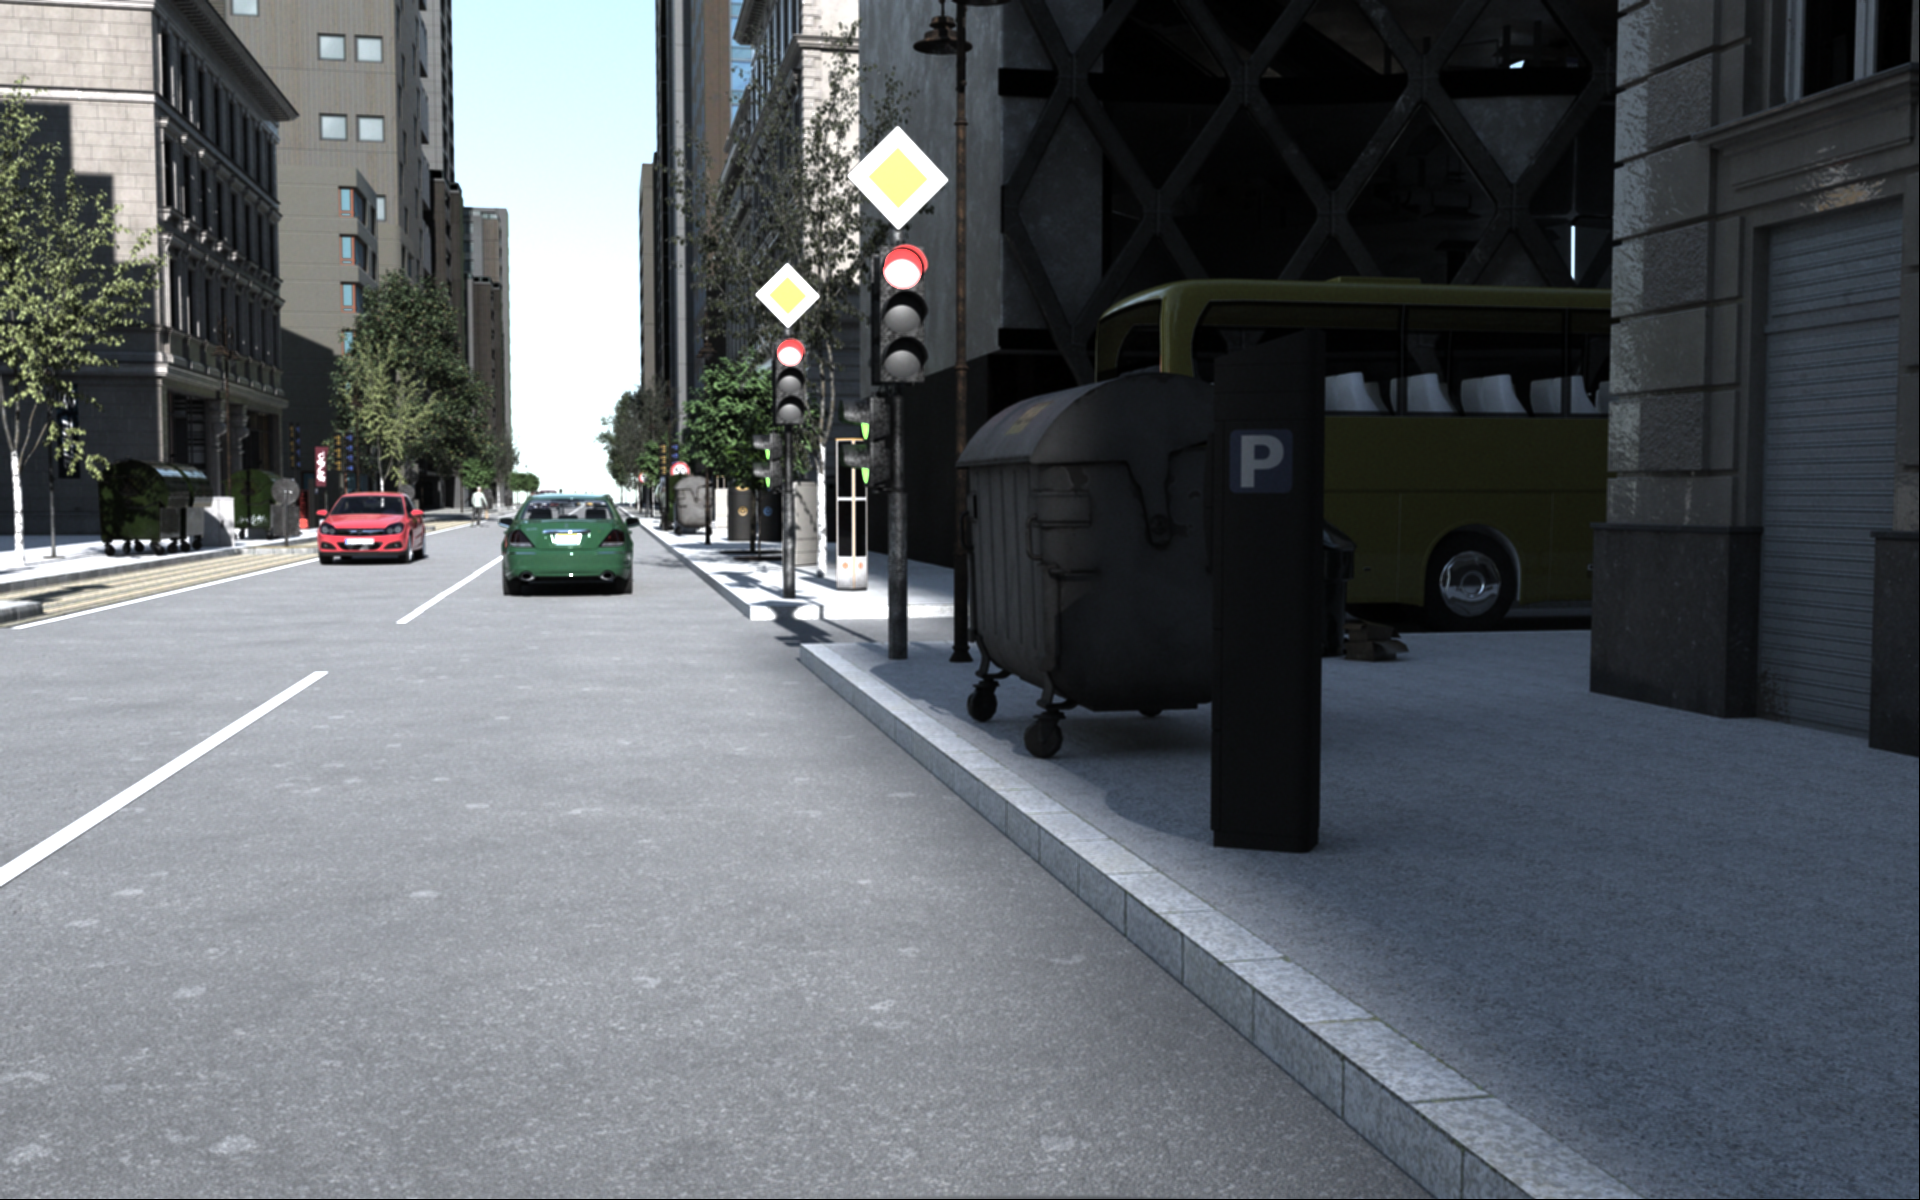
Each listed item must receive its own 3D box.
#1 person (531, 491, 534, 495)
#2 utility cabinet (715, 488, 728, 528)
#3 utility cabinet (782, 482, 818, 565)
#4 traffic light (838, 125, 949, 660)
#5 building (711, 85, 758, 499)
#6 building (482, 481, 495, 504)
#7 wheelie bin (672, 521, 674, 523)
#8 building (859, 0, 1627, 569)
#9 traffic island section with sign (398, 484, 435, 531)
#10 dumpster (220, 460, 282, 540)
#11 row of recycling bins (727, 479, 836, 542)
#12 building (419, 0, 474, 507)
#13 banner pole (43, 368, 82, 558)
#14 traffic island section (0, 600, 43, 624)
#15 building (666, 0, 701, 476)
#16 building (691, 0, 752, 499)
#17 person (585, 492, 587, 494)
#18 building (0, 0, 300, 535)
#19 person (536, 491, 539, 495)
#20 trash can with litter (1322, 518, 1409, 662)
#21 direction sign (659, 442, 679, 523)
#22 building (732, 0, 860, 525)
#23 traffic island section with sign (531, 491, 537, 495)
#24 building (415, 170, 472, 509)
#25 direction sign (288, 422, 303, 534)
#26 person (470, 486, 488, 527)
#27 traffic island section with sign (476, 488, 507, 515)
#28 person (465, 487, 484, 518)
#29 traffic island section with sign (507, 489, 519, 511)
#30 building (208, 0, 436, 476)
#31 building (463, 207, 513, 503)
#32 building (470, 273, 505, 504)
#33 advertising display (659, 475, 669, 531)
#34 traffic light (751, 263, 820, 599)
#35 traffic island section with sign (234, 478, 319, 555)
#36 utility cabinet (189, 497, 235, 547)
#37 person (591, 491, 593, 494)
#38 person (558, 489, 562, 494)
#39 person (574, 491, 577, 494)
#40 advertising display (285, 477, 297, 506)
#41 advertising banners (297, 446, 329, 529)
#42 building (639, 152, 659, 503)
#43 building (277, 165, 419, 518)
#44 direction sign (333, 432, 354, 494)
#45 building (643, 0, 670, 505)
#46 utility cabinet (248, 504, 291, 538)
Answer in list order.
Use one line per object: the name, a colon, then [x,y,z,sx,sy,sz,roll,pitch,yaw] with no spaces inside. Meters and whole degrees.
person: [-46.022,-10.859,186.732,0.721,1.739,1.217,3,5,44]
utility cabinet: [-8.536,-3.422,64.621,1.173,1.500,0.318,1,4,13]
utility cabinet: [-2.820,-1.377,31.192,0.318,1.500,1.173,1,4,21]
traffic light: [-0.502,-1.496,13.376,0.839,4.253,0.868,-1,4,-12]
building: [-4.800,-14.892,85.289,13.314,21.916,24.055,-1,4,-12]
building: [-72.495,-31.386,205.047,32.217,40.220,23.993,-1,4,-12]
wheelie bin: [-12.734,-4.273,77.764,0.693,1.594,0.980,1,4,21]
building: [7.567,-10.141,33.255,16.811,18.784,16.820,-1,4,-12]
traffic island section with sign: [-21.753,-3.642,68.180,1.989,1.847,2.006,-1,4,-12]
dumpster: [-19.835,-2.827,48.709,1.502,2.255,1.985,-1,4,-12]
row of recycling bins: [-4.681,-2.431,46.853,3.534,1.692,1.069,1,4,20]
building: [-62.074,-45.557,183.100,20.563,71.187,20.611,-1,4,-12]
banner pole: [-17.939,-2.725,34.579,0.863,3.779,0.401,0,4,8]
traffic island section: [-11.621,0.179,19.355,2.009,0.180,2.903,-1,4,-12]
building: [-11.429,-35.997,130.556,21.231,58.520,28.212,-1,4,-12]
building: [-9.523,-28.074,109.117,14.600,45.320,14.200,-1,4,-12]
person: [-43.023,-11.647,199.723,1.217,1.735,0.721,3,5,43]
building: [-29.644,-12.453,54.517,10.553,20.767,40.483,-1,4,-12]
person: [-29.750,-6.863,122.185,0.415,1.643,0.593,0,4,-3]
trash can with litter: [3.037,-0.139,13.652,1.055,1.170,0.624,3,5,45]
direction sign: [-12.752,-5.132,75.908,0.876,3.537,0.379,-2,4,-25]
building: [-1.968,-14.344,63.403,11.050,23.489,19.941,-1,4,-12]
traffic island section with sign: [-48.576,-11.567,197.741,1.989,1.847,2.006,-1,4,-12]
building: [-51.345,-23.299,152.647,14.160,30.474,14.107,-1,4,-12]
direction sign: [-21.129,-3.857,55.057,0.379,3.537,0.876,0,3,0]
person: [-20.951,-4.074,75.591,0.782,1.767,0.515,0,4,5]
traffic island section with sign: [-31.911,-6.645,117.271,1.989,1.847,2.006,-1,4,-12]
person: [-28.568,-5.723,102.077,0.705,1.824,1.348,3,4,38]
traffic island section with sign: [-37.371,-8.259,143.669,1.989,1.847,2.006,-1,4,-12]
building: [-54.709,-33.061,129.778,28.713,52.752,27.495,-1,4,-12]
building: [-69.651,-33.993,239.386,14.154,41.232,14.086,-1,4,-12]
building: [-67.185,-27.777,225.856,14.160,30.474,14.107,-1,4,-12]
advertising display: [-10.234,-3.347,59.945,0.123,1.923,0.974,-1,4,-22]
traffic light: [-2.121,-1.974,21.196,0.839,4.253,0.868,-1,4,-12]
traffic island section with sign: [-16.282,-2.028,41.784,1.989,1.847,2.006,-1,4,-12]
utility cabinet: [-18.203,-1.895,42.147,0.306,1.237,1.020,3,5,41]
person: [-50.766,-14.088,238.937,0.705,1.812,1.348,-1,4,-11]
person: [-27.848,-6.875,120.922,1.348,1.822,0.705,0,4,-1]
person: [-43.893,-11.561,197.533,1.348,1.823,0.705,3,5,39]
advertising display: [-25.712,-3.754,66.589,0.123,1.923,0.974,0,4,1]
advertising banners: [-23.911,-4.076,62.828,2.074,3.025,0.090,-3,4,-36]
building: [-33.786,-37.867,242.824,21.300,48.544,21.600,-1,4,-12]
building: [-48.355,-15.796,103.303,27.650,21.520,28.899,-1,4,-12]
direction sign: [-22.597,-4.377,63.569,0.876,3.537,0.379,1,4,20]
building: [-30.229,-47.896,221.356,20.563,71.187,20.611,-1,4,-12]
utility cabinet: [-20.044,-2.542,50.245,1.173,1.500,0.318,0,4,8]
